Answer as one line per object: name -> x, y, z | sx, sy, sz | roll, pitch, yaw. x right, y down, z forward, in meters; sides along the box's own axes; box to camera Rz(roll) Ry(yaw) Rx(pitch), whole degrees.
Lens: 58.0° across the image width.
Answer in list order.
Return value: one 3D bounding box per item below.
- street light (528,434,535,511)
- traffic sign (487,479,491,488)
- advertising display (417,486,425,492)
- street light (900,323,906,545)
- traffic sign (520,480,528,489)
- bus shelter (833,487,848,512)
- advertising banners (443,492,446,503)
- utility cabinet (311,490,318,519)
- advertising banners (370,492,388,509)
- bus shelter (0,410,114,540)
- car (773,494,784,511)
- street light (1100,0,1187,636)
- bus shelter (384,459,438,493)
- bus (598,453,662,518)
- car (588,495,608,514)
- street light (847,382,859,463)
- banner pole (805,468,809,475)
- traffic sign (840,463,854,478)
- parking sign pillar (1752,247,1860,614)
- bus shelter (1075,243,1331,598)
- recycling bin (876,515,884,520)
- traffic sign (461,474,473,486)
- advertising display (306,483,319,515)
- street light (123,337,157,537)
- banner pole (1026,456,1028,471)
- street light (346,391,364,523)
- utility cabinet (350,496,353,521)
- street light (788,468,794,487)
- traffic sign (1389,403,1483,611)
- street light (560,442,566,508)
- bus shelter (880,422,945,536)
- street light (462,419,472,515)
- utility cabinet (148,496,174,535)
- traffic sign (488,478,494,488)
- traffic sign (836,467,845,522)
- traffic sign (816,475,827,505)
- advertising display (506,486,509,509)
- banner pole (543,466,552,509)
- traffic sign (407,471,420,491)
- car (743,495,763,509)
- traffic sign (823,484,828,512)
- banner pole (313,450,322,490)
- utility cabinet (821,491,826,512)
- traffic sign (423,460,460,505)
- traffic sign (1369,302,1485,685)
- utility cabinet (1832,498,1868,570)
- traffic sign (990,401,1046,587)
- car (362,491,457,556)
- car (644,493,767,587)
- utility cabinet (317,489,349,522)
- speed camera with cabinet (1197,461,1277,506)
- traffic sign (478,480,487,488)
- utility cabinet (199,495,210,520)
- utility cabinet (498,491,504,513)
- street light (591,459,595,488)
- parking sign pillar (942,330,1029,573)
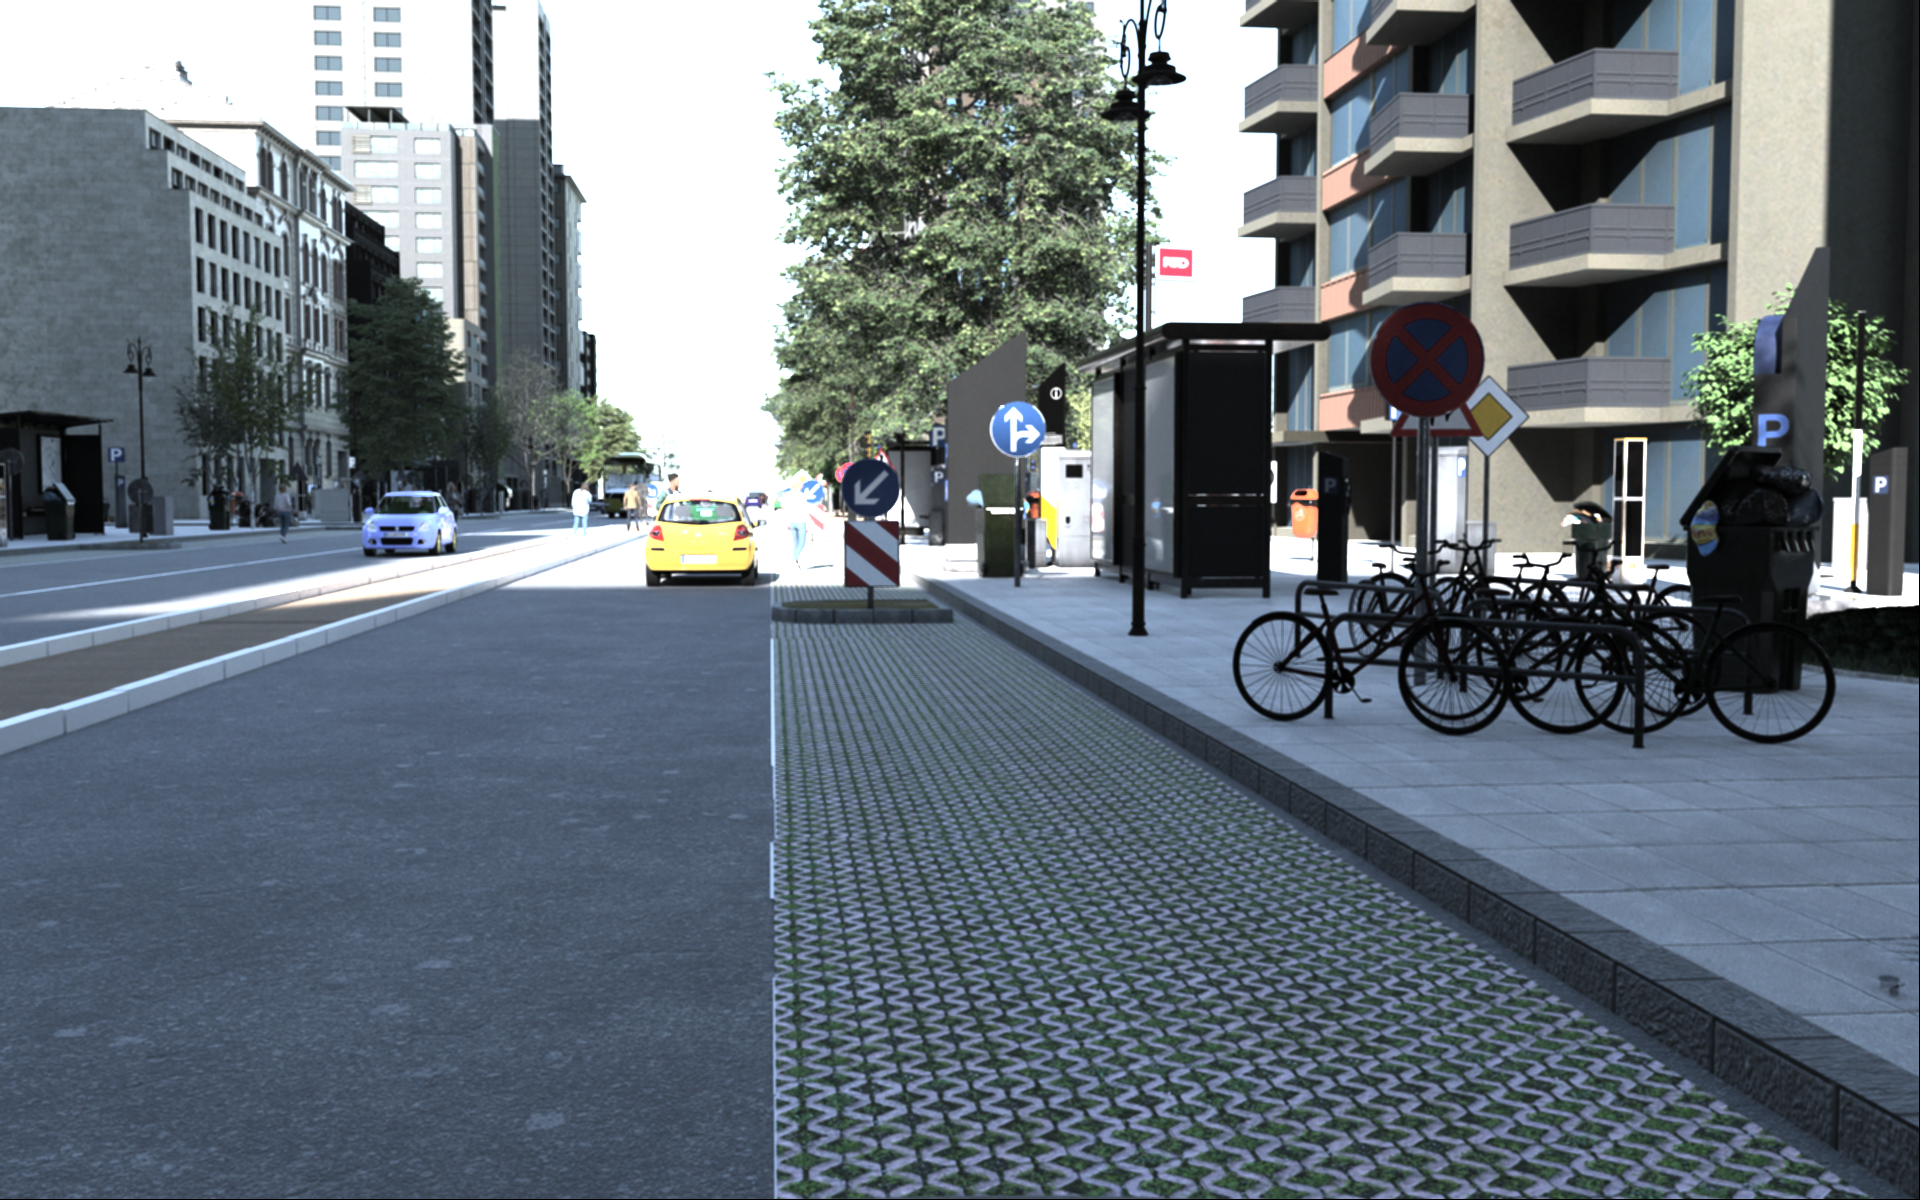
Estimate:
street light -> -33.202, -9.866, 134.094 | 0.468, 5.910, 1.993 | 0, 4, -6
traffic sign -> -33.817, -7.506, 123.901 | 0.795, 2.450, 0.064 | 0, 4, -3
advertising display -> -46.857, -8.860, 150.069 | 0.974, 1.923, 0.123 | -2, 4, -35
street light -> -1.445, -4.323, 43.470 | 0.468, 5.910, 1.993 | 0, 4, -6
traffic sign -> -38.150, -9.263, 151.551 | 0.768, 2.556, 0.104 | 0, 4, -3
bus shelter -> -9.791, -9.993, 141.019 | 2.179, 5.291, 8.768 | 0, 4, -6
advertising banners -> -31.774, -6.783, 107.097 | 0.090, 3.025, 2.074 | -1, 4, -9
utility cabinet -> -32.641, -4.835, 87.731 | 0.318, 1.500, 1.173 | -2, 4, -29
advertising banners -> -40.945, -7.775, 123.314 | 2.074, 3.025, 0.090 | -3, 4, -38
bus shelter -> -27.245, -3.692, 51.652 | 1.731, 3.624, 6.357 | 0, 4, -6
car -> -14.552, -8.246, 143.614 | 1.959, 1.807, 4.718 | 0, 4, -5
street light -> 1.621, -2.617, 15.574 | 0.468, 5.910, 1.993 | 0, 4, -6
bus shelter -> -31.760, -6.501, 100.221 | 2.014, 3.302, 5.546 | 0, 4, -6
bus -> -20.174, -7.062, 107.017 | 2.896, 3.916, 12.252 | 0, 4, -5
car -> -26.146, -6.824, 124.145 | 1.945, 1.354, 3.894 | 0, 4, -4
street light -> -4.430, -6.030, 71.375 | 0.468, 5.910, 1.993 | 0, 4, -6
banner pole -> -13.040, -9.667, 148.064 | 0.401, 3.779, 0.863 | -3, 4, -39
traffic sign -> -4.449, -4.277, 70.040 | 0.768, 2.556, 0.104 | 0, 4, -3
parking sign pillar -> 8.899, -1.842, 18.588 | 1.447, 3.967, 1.447 | 3, 5, 39
bus shelter -> 3.040, -2.924, 25.433 | 2.179, 5.291, 8.768 | 0, 4, -6
recycling bin -> -4.160, -4.512, 86.329 | 0.722, 1.027, 0.722 | -1, 4, -12
traffic sign -> -30.835, -6.622, 108.379 | 0.768, 2.556, 0.104 | 0, 4, -2
advertising display -> -39.502, -6.144, 105.662 | 0.123, 1.923, 0.974 | 1, 4, 20
street light -> -24.139, -4.790, 51.111 | 0.468, 5.910, 1.993 | 0, 4, -6
banner pole -> 2.840, -5.586, 81.346 | 0.863, 3.779, 0.401 | -2, 4, -23
street light -> -27.069, -6.409, 77.576 | 0.468, 5.910, 1.993 | 0, 4, -6
utility cabinet -> -29.030, -4.348, 82.250 | 0.306, 1.237, 1.020 | -1, 4, -15
street light -> -27.714, -19.033, 283.969 | 0.468, 5.910, 1.993 | 0, 4, -6
traffic sign -> 4.413, -0.986, 16.132 | 0.884, 2.594, 0.081 | 0, 4, -5
street light -> -35.427, -11.112, 154.476 | 0.468, 5.910, 1.993 | 0, 4, -6
bus shelter -> -1.244, -3.491, 51.007 | 2.014, 3.302, 5.546 | 0, 4, -6
street light -> -30.255, -8.159, 106.185 | 0.468, 5.910, 1.993 | 0, 4, -6
utility cabinet -> -25.009, -2.633, 54.209 | 1.020, 1.237, 0.306 | 3, 4, 37
traffic sign -> -35.544, -8.015, 131.148 | 0.768, 2.556, 0.104 | 0, 4, 3
traffic sign -> -5.288, -4.828, 79.038 | 0.768, 2.556, 0.104 | 0, 4, -2
traffic sign -> -8.145, -6.276, 102.713 | 0.768, 2.556, 0.104 | 0, 4, -5
advertising display -> -34.731, -7.797, 132.696 | 0.123, 1.923, 0.974 | -2, 4, -27
banner pole -> -36.150, -9.886, 151.654 | 0.863, 3.779, 0.401 | -3, 5, -40
traffic sign -> -30.255, -5.855, 95.827 | 0.768, 2.556, 0.104 | 0, 4, -2
car -> -20.107, -9.514, 168.129 | 1.945, 1.354, 3.894 | 0, 4, -8
traffic sign -> -9.453, -7.519, 122.945 | 0.884, 2.594, 0.081 | 0, 4, -2
banner pole -> -36.905, -6.694, 99.467 | 0.401, 3.779, 0.863 | 1, 4, 17
utility cabinet -> -9.625, -6.931, 122.005 | 0.318, 1.500, 1.173 | -1, 4, -9
traffic sign -> -31.068, -6.720, 103.750 | 2.265, 3.308, 0.079 | 0, 4, 3
traffic sign -> 3.095, -0.702, 11.580 | 0.768, 2.556, 0.104 | 0, 4, -1
utility cabinet -> 15.317, -1.121, 29.488 | 0.306, 1.237, 1.020 | -1, 4, -9
traffic sign -> 0.796, -1.455, 23.903 | 0.768, 2.556, 0.104 | 0, 4, -5
car -> -13.068, -1.932, 41.185 | 1.945, 1.707, 3.694 | 0, 4, -8
car -> -4.173, -1.107, 28.329 | 2.015, 1.641, 3.980 | 0, 4, -6
utility cabinet -> -28.312, -4.262, 78.363 | 1.173, 1.500, 0.318 | -1, 4, -17
speed camera with cabinet -> 7.353, -3.159, 45.983 | 2.038, 3.252, 0.660 | -1, 4, -14
traffic sign -> -33.848, -7.381, 122.808 | 0.606, 2.300, 0.079 | 0, 4, -2
utility cabinet -> -37.652, -4.612, 86.563 | 1.020, 1.237, 0.306 | 3, 5, 45
utility cabinet -> -31.302, -6.691, 118.083 | 0.318, 1.500, 1.173 | -1, 4, -13
street light -> -38.572, -12.821, 182.405 | 0.468, 5.910, 1.993 | 0, 4, -6
parking sign pillar -> 0.416, -2.452, 28.555 | 1.447, 3.967, 1.447 | 0, 4, -7
